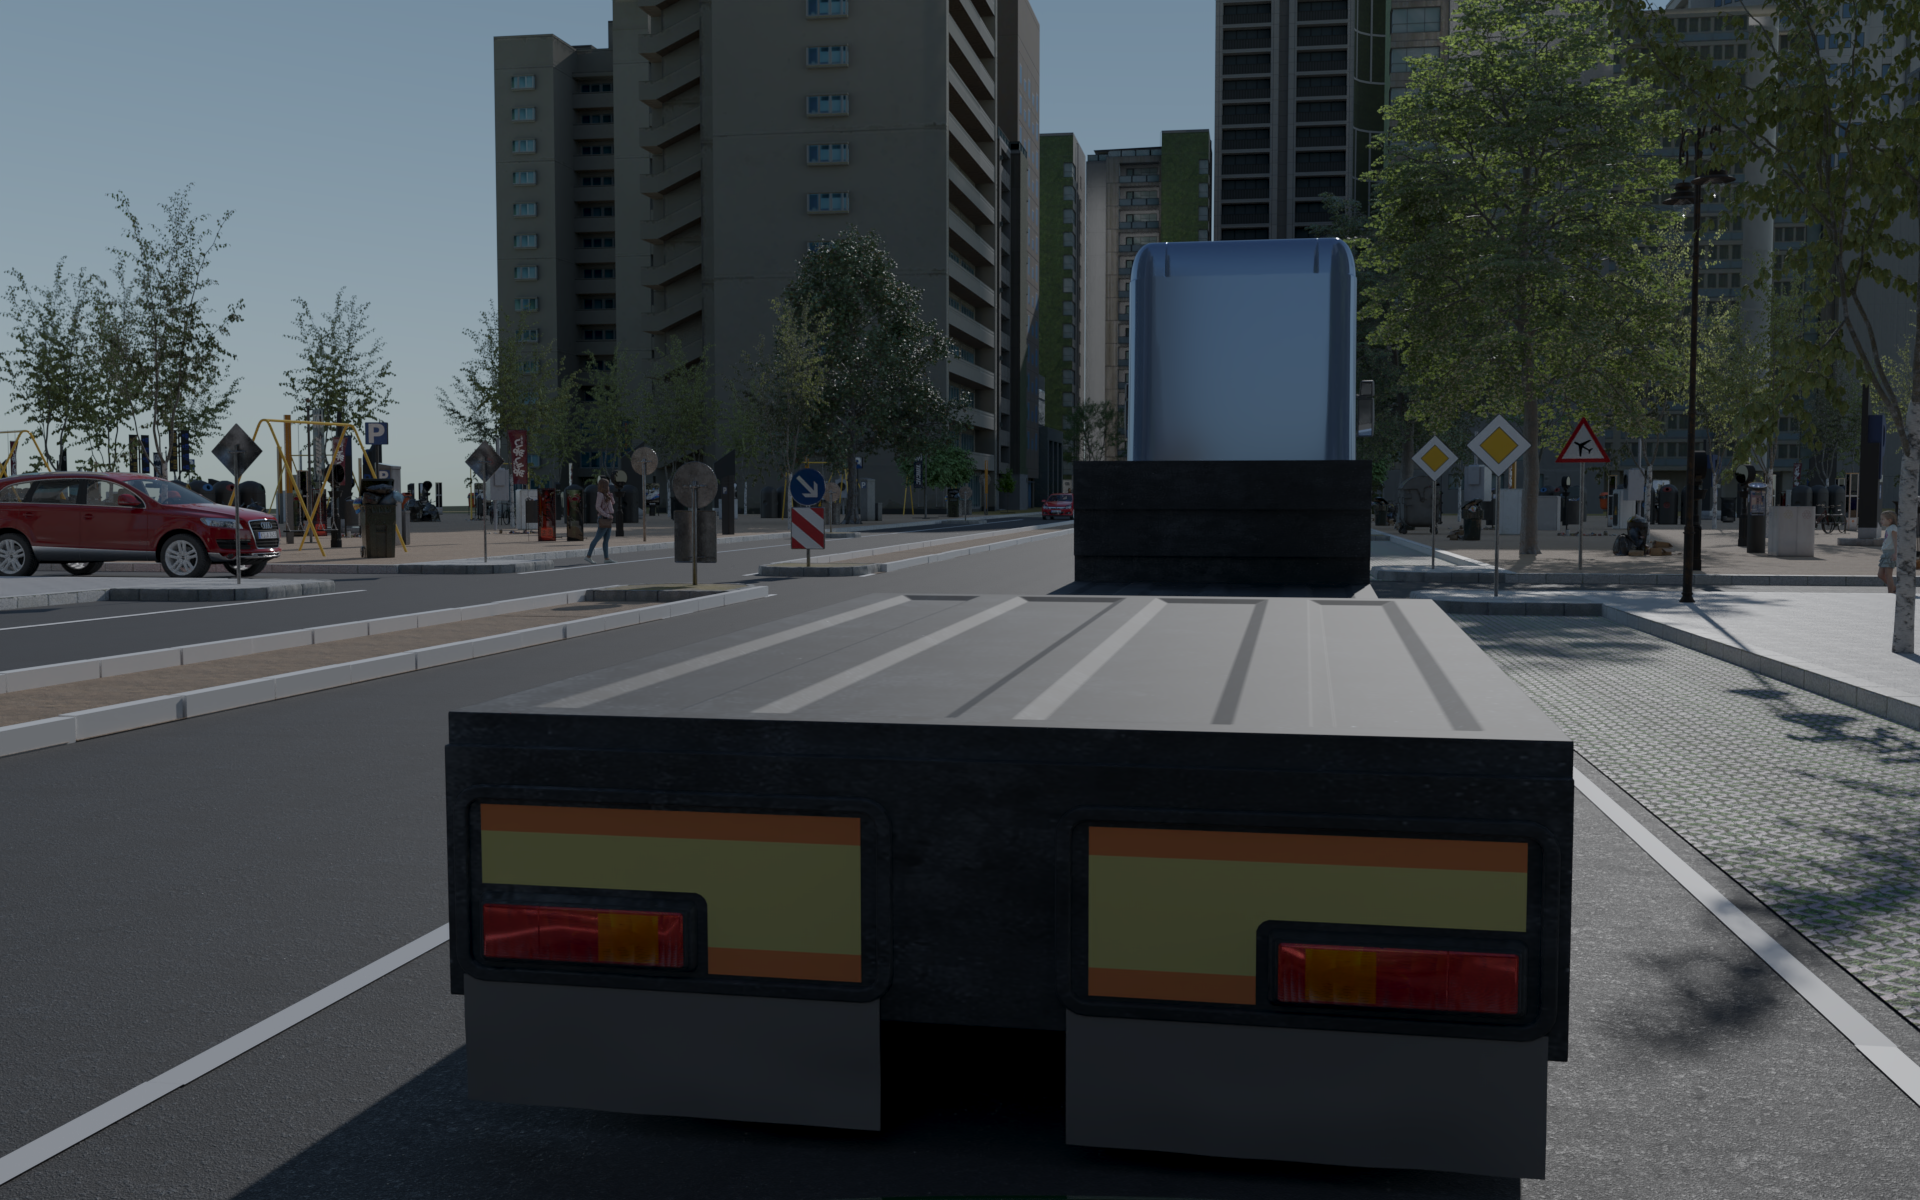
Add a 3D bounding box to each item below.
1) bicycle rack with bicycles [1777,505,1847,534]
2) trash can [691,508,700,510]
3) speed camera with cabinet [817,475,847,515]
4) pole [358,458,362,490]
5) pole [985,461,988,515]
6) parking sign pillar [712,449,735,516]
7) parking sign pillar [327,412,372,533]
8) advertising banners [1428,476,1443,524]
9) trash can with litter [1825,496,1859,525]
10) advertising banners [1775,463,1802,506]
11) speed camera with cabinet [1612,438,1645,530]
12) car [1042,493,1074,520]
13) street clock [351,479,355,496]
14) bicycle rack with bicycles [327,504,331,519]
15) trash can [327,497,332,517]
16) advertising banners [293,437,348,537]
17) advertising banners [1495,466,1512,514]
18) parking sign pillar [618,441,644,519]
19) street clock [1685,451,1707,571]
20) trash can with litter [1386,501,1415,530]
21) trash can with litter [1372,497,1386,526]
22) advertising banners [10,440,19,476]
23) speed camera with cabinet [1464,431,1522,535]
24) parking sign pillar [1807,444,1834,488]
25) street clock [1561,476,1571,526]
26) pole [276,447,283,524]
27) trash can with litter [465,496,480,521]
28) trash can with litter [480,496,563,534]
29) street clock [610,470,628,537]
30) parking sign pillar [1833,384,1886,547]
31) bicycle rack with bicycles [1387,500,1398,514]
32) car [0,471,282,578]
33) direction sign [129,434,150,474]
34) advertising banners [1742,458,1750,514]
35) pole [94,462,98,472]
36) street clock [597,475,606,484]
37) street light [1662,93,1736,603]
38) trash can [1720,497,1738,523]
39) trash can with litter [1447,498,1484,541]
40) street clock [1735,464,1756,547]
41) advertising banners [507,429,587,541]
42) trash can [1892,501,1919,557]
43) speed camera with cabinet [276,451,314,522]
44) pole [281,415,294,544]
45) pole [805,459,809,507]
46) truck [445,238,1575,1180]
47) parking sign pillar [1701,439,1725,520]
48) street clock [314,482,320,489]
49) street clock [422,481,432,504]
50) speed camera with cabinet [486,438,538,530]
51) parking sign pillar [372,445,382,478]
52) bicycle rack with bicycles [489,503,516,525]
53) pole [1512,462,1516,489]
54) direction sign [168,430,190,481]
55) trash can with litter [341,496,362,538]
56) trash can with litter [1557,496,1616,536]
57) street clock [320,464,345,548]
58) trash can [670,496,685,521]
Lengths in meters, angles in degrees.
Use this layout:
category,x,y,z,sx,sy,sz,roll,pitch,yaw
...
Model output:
category,x,y,z,sx,sy,sz,roll,pitch,yaw
bicycle rack with bicycles,27.894,-2.658,56.834,2.925,0.926,2.852,-1,4,-18
trash can,-13.091,-4.498,85.188,0.748,1.137,0.748,0,3,0
speed camera with cabinet,-7.873,-6.748,104.668,2.038,3.252,0.660,0,4,-7
pole,-33.904,-6.367,97.935,0.158,3.312,0.155,0,3,0
pole,1.598,-6.817,105.305,0.158,3.312,0.155,0,3,0
parking sign pillar,-13.983,-6.976,102.533,1.447,3.967,1.447,-2,4,-24
parking sign pillar,-20.488,-4.225,57.551,1.447,3.967,1.447,-1,4,-23
advertising banners,20.320,-4.766,74.104,0.090,3.025,2.074,0,4,-1
trash can with litter,36.699,-3.717,71.829,2.233,1.210,1.678,2,4,35
advertising banners,46.675,-6.231,98.068,0.090,3.025,2.074,-2,4,-31
speed camera with cabinet,24.070,-4.162,62.382,0.660,3.252,2.038,0,4,7
car,5.743,-5.415,97.579,2.155,1.783,4.494,1,4,12
street clock,-26.404,-4.301,74.898,0.358,2.002,0.471,2,4,32
bicycle rack with bicycles,-31.613,-4.747,90.998,2.925,0.926,2.852,2,4,32
trash can,-35.218,-5.208,96.807,0.748,1.137,0.748,0,3,0
advertising banners,-19.449,-3.441,52.449,0.090,3.025,2.074,3,5,40
advertising banners,30.691,-6.222,97.919,2.074,3.025,0.090,-3,4,-36
parking sign pillar,-16.738,-6.100,88.199,1.447,3.967,1.447,-3,4,-37
street clock,12.347,-1.498,29.061,0.358,2.002,0.471,1,4,11
trash can with litter,15.736,-3.055,61.333,0.624,1.170,1.055,-1,4,-14
trash can with litter,17.077,-3.578,69.895,1.055,1.170,0.624,-3,5,-43
advertising banners,-30.977,-3.661,56.045,0.090,3.025,2.074,0,4,0
speed camera with cabinet,16.921,-3.673,54.396,2.038,3.252,0.660,3,5,41
parking sign pillar,44.034,-6.119,88.519,1.447,3.967,1.447,0,4,7
street clock,24.587,-4.020,70.301,0.358,2.002,0.471,3,5,40
pole,-29.159,-4.919,74.264,0.158,3.312,0.155,0,3,0
trash can with litter,-23.598,-4.480,84.312,1.678,1.210,2.233,0,4,-1
trash can with litter,-14.252,-2.763,56.236,2.233,1.210,1.678,-1,4,-21
street clock,-10.243,-2.906,52.090,0.471,2.002,0.358,-3,5,-41
parking sign pillar,22.601,-3.330,42.920,1.447,3.967,1.447,2,4,33
bicycle rack with bicycles,25.356,-5.332,100.555,2.925,0.926,2.852,-1,4,-20
car,-14.286,-1.287,29.710,5.304,1.827,2.281,1,4,9
direction sign,-31.264,-4.529,66.046,0.379,3.537,0.876,2,4,26
advertising banners,33.726,-4.774,74.241,0.090,3.025,2.074,2,4,31
pole,-54.169,-7.020,108.623,0.158,3.312,0.155,0,3,0
street clock,-13.853,-3.820,67.032,0.358,2.002,0.471,-2,4,-28
street light,8.618,-2.909,20.348,0.468,5.910,1.993,1,4,10
trash can,34.424,-4.033,77.593,0.748,1.137,0.748,0,3,0
trash can with litter,13.932,-2.230,47.855,0.624,1.170,1.055,-3,4,-36
street clock,19.135,-2.304,42.237,0.358,2.002,0.471,-1,4,-15
advertising banners,-11.206,-3.110,47.035,2.074,3.025,0.090,0,4,-7
trash can,19.503,-1.459,35.504,0.748,1.137,0.748,0,3,0
speed camera with cabinet,-30.381,-5.187,79.142,0.660,3.252,2.038,1,4,16
pole,-17.267,-3.101,44.543,0.158,3.312,0.155,0,3,0
pole,-7.748,-5.745,87.769,0.158,3.312,0.155,0,3,0
truck,1.848,-1.406,12.746,2.967,4.110,18.799,1,4,11
parking sign pillar,37.290,-5.956,85.853,1.447,3.967,1.447,-3,5,-43
street clock,-34.036,-5.337,91.827,0.471,2.002,0.358,1,4,10
street clock,-28.788,-5.449,93.668,0.471,2.002,0.358,0,4,1
speed camera with cabinet,-15.889,-4.142,62.056,2.038,3.252,0.660,-2,4,-31
parking sign pillar,-25.165,-5.243,74.203,1.447,3.967,1.447,0,4,1
bicycle rack with bicycles,-18.374,-3.592,72.110,2.852,0.926,2.925,-1,4,-17
pole,26.936,-5.529,84.244,0.158,3.312,0.155,0,3,0
direction sign,-27.552,-4.231,61.175,0.379,3.537,0.876,1,4,22
trash can with litter,-17.658,-2.474,51.505,1.678,1.210,2.233,2,4,35
trash can with litter,19.301,-2.580,53.247,2.233,1.210,1.678,-1,4,-10
street clock,-14.973,-2.260,41.521,0.358,2.002,0.471,1,4,15
trash can,-13.717,-4.425,84.005,0.748,1.137,0.748,0,3,0
